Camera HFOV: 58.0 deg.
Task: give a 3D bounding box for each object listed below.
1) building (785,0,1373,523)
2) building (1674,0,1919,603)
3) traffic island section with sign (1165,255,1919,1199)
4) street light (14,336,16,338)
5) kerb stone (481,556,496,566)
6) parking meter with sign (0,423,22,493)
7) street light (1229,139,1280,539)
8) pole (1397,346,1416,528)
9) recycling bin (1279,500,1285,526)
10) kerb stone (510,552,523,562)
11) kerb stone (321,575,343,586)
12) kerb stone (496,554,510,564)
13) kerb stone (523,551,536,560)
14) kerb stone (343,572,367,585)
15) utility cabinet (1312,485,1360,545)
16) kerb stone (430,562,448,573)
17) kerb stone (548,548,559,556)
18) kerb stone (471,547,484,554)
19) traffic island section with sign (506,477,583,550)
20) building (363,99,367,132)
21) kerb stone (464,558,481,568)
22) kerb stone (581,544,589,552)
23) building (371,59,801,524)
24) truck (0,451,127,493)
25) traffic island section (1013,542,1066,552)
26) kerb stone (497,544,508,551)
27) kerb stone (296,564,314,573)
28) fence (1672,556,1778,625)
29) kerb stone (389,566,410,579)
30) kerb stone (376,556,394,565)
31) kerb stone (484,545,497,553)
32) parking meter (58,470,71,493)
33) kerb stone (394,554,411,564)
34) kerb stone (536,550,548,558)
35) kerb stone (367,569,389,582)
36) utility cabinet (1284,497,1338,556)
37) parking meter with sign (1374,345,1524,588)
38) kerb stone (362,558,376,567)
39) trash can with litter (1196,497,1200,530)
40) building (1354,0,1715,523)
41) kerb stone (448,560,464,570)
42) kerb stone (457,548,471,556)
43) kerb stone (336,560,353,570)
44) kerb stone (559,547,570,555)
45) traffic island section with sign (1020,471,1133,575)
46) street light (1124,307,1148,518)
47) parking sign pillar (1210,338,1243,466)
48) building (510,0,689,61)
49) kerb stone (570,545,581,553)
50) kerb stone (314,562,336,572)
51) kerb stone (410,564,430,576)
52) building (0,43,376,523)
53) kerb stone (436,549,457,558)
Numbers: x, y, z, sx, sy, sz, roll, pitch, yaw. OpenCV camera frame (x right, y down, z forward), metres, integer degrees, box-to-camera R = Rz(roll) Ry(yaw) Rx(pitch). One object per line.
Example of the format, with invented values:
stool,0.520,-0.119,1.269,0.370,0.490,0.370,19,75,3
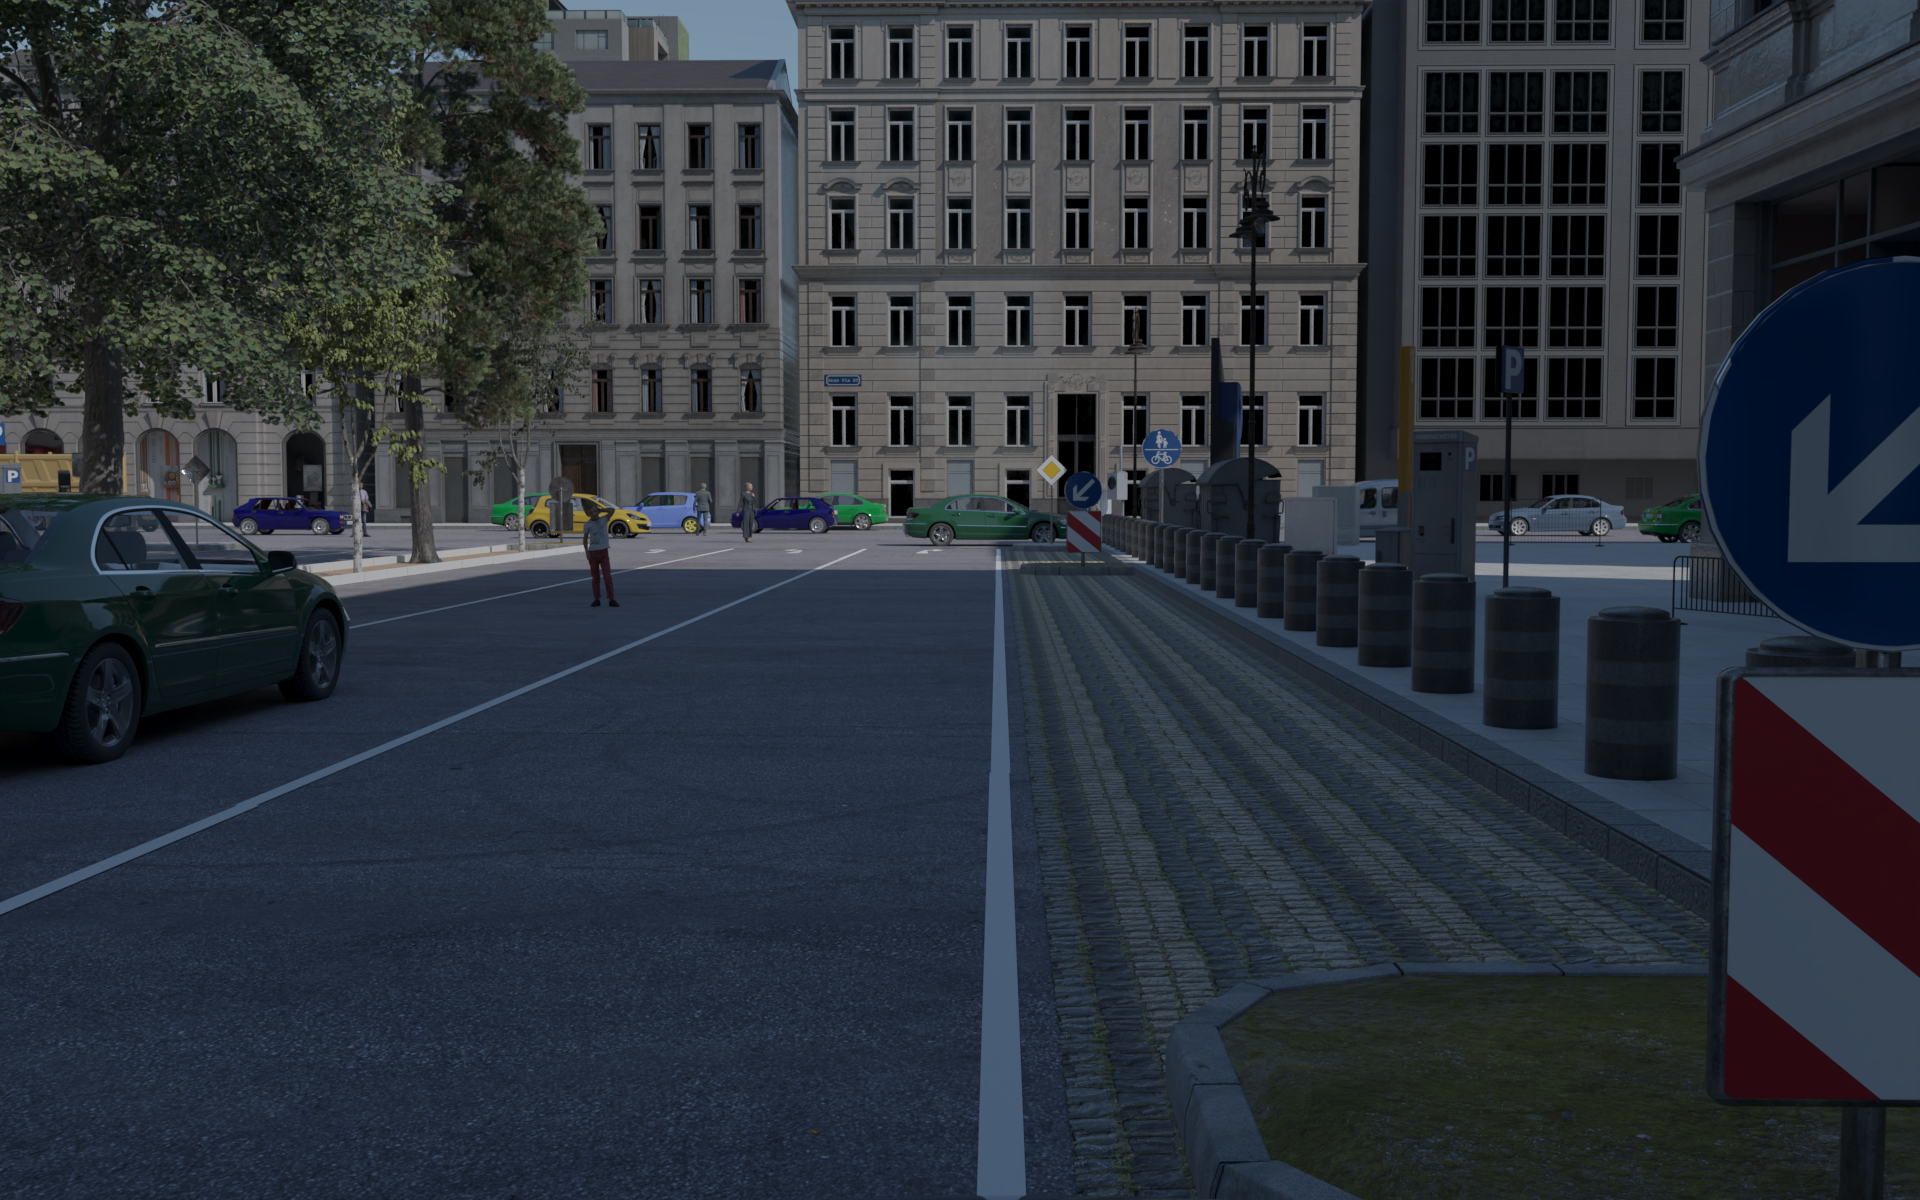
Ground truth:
building,5.198,-17.310,80.276,25.104,27.353,12.463,0,4,1
building,13.428,-10.304,19.376,10.553,20.767,40.483,0,4,1
traffic island section with sign,1.481,0.302,3.687,1.989,1.847,2.006,0,4,1
street light,-21.790,-4.054,39.074,0.468,5.910,1.993,0,4,1
kerb stone,-9.615,-0.777,34.896,0.120,0.150,1.000,0,4,1
parking meter with sign,-23.066,-2.792,41.913,1.738,3.016,0.543,3,5,42
street light,3.898,-3.077,23.090,0.468,5.910,1.993,0,4,1
pole,6.172,-1.842,23.962,0.158,3.312,0.155,0,3,0
recycling bin,13.177,-3.564,70.824,0.722,1.027,0.722,1,4,21
kerb stone,-9.568,-0.902,36.947,0.120,0.150,1.000,0,4,1
kerb stone,-9.791,-0.271,26.667,0.120,0.150,1.000,0,4,1
kerb stone,-9.582,-0.839,35.921,0.120,0.150,1.000,0,4,1
kerb stone,-9.551,-0.965,37.972,0.120,0.150,1.000,0,4,1
kerb stone,-9.772,-0.336,27.692,0.120,0.150,1.000,0,4,1
utility cabinet,9.423,-2.127,43.463,1.173,1.500,0.318,3,4,39
kerb stone,-9.680,-0.588,31.811,0.120,0.150,1.000,0,4,1
kerb stone,-9.511,-1.084,40.032,0.120,0.150,1.000,0,4,1
kerb stone,-11.574,-1.156,41.142,0.120,0.150,1.000,0,4,1
traffic island section with sign,-10.442,-2.235,44.675,2.006,1.907,1.989,0,4,1
building,-69.460,-42.970,244.566,28.212,58.520,21.231,0,4,1
kerb stone,-9.632,-0.714,33.867,0.120,0.150,1.000,0,4,1
kerb stone,-9.431,-1.279,43.110,0.120,0.150,1.000,0,4,1
building,-16.516,-14.083,79.401,18.267,20.994,9.793,0,4,1
truck,-38.357,-4.438,68.479,9.791,3.379,3.469,0,4,0
traffic island section,2.354,-1.338,44.157,2.009,0.180,2.903,0,4,1
kerb stone,-11.534,-1.282,43.208,0.120,0.150,1.000,0,4,1
kerb stone,-11.806,-0.526,30.846,0.120,0.150,1.000,0,4,1
fence,7.288,-0.040,16.027,0.278,0.683,2.069,-1,4,-18
kerb stone,-9.725,-0.462,29.743,0.120,0.150,1.000,0,4,1
kerb stone,-11.707,-0.781,34.967,0.120,0.150,1.000,0,4,1
kerb stone,-11.547,-1.222,42.170,0.120,0.150,1.000,0,4,1
parking meter,-21.775,-2.228,42.146,0.255,1.863,0.399,-2,4,-31
kerb stone,-11.691,-0.839,35.998,0.120,0.150,1.000,0,4,1
kerb stone,-9.521,-1.025,39.006,0.120,0.150,1.000,0,4,1
kerb stone,-9.744,-0.399,28.717,0.120,0.150,1.000,0,4,1
utility cabinet,7.131,-1.470,35.194,1.020,1.237,0.306,2,4,25
parking meter with sign,5.905,-1.520,21.110,1.738,3.016,0.543,3,5,44
kerb stone,-11.737,-0.717,33.937,0.120,0.150,1.000,0,4,1
trash can with litter,6.173,-1.924,42.515,2.233,1.210,1.678,3,4,37
building,29.765,-17.541,80.310,24.014,27.812,14.314,0,4,1
kerb stone,-9.663,-0.651,32.840,0.120,0.150,1.000,0,4,1
kerb stone,-11.605,-1.096,40.117,0.120,0.150,1.000,0,4,1
kerb stone,-11.756,-0.654,32.897,0.120,0.150,1.000,0,4,1
kerb stone,-9.478,-1.154,41.059,0.120,0.150,1.000,0,4,1
traffic island section with sign,2.083,-1.383,31.246,1.989,1.847,2.006,0,4,1
street light,4.335,-4.286,42.857,0.468,5.910,1.993,0,4,1
parking sign pillar,4.681,-2.572,30.527,1.447,3.967,1.447,1,4,14
building,-30.558,-28.160,144.016,14.154,41.232,14.086,0,4,1
kerb stone,-9.462,-1.215,42.085,0.120,0.150,1.000,0,4,1
kerb stone,-11.779,-0.592,31.872,0.120,0.150,1.000,0,4,1
kerb stone,-9.700,-0.525,30.786,0.120,0.150,1.000,0,4,1
building,-38.092,-14.707,82.259,24.055,21.916,13.314,0,4,1
kerb stone,-11.623,-1.033,39.092,0.120,0.150,1.000,0,4,1
